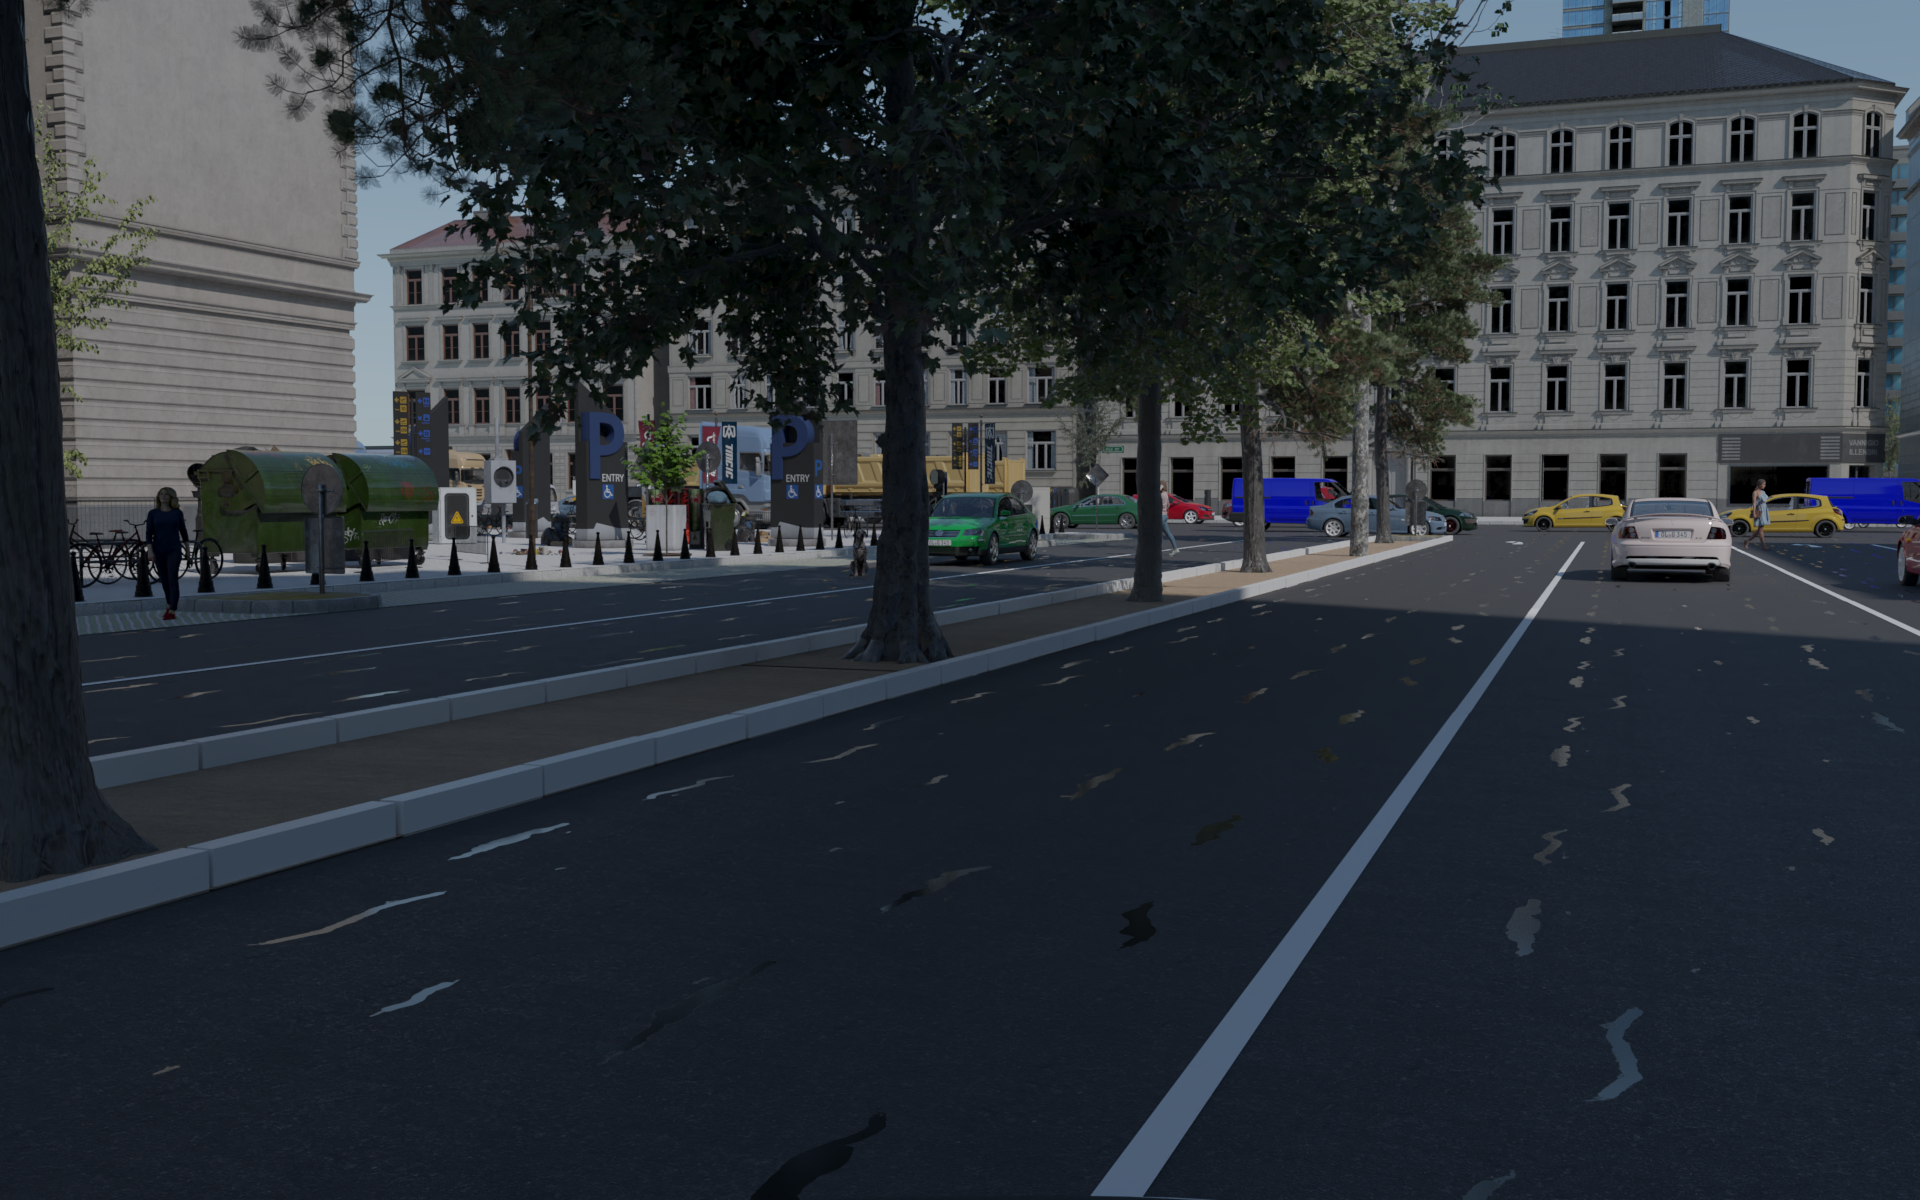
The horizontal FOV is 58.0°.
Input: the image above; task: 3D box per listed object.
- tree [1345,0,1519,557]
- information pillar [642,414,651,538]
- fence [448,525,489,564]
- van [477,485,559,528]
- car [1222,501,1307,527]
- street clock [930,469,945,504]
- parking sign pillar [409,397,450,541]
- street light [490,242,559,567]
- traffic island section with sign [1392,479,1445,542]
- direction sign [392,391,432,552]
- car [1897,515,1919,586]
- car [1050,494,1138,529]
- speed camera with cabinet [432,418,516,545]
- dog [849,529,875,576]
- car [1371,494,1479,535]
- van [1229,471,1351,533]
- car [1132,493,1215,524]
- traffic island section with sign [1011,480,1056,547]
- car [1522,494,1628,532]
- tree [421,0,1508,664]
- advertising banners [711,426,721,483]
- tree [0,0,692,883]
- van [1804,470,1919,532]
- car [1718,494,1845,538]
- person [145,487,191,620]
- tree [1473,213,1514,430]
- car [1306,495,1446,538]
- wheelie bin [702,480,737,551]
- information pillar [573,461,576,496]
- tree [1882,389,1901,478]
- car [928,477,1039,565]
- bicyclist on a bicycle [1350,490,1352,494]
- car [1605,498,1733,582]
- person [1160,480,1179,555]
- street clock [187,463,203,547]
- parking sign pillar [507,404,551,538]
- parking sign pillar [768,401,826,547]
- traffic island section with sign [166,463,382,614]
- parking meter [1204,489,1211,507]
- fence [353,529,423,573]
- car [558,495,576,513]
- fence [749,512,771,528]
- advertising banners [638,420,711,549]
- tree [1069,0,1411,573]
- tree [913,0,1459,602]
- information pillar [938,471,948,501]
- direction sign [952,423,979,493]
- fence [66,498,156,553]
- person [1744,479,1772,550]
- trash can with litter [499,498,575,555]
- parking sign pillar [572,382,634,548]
[{"bbox_3d":[8.295,-11.126,40.254,12.611,20.169,13.585,0,3,0],"label":"tree"},{"bbox_3d":[-9.181,-3.629,50.695,0.183,3.616,0.504,-2,4,-32],"label":"information pillar"},{"bbox_3d":[-9.261,-1.065,32.793,0.278,0.683,2.069,-2,4,-33],"label":"fence"},{"bbox_3d":[-18.669,-3.962,71.792,4.112,2.044,2.013,1,4,22],"label":"van"},{"bbox_3d":[13.988,-4.058,75.015,5.304,1.827,2.281,1,4,23],"label":"car"},{"bbox_3d":[-0.665,-2.822,50.704,0.358,2.002,0.471,-3,4,-36],"label":"street clock"},{"bbox_3d":[-14.574,-3.609,47.476,1.447,3.967,1.447,1,4,21],"label":"parking sign pillar"},{"bbox_3d":[-7.522,-3.519,30.326,0.468,5.910,1.993,1,4,21],"label":"street light"},{"bbox_3d":[13.876,-2.744,52.996,2.006,1.907,1.989,1,4,21],"label":"traffic island section with sign"},{"bbox_3d":[-12.120,-2.837,38.386,0.876,3.537,0.379,-3,5,-43],"label":"direction sign"},{"bbox_3d":[15.170,-1.014,25.625,2.155,1.783,4.494,1,4,19],"label":"car"},{"bbox_3d":[5.839,-3.691,72.142,4.920,1.459,2.131,1,4,20],"label":"car"},{"bbox_3d":[-12.506,-3.074,44.593,2.038,3.252,0.660,-2,4,-35],"label":"speed camera with cabinet"},{"bbox_3d":[-1.674,-0.833,30.449,0.513,0.831,0.800,2,4,34],"label":"dog"},{"bbox_3d":[16.343,-3.187,61.894,4.222,1.686,2.009,1,4,22],"label":"car"},{"bbox_3d":[12.976,-3.758,65.828,5.245,2.365,2.240,1,4,19],"label":"van"},{"bbox_3d":[10.098,-4.573,83.806,4.494,1.783,2.155,1,4,21],"label":"car"},{"bbox_3d":[1.564,-2.397,47.816,1.989,1.847,2.006,1,4,21],"label":"traffic island section with sign"},{"bbox_3d":[23.565,-3.422,66.169,3.980,1.641,2.015,1,4,19],"label":"car"},{"bbox_3d":[-0.450,-5.829,14.771,9.611,12.733,9.660,0,3,0],"label":"tree"},{"bbox_3d":[-7.025,-2.926,44.033,2.074,3.025,0.090,-2,4,-31],"label":"advertising banners"},{"bbox_3d":[-3.710,-5.913,6.566,7.806,13.903,7.818,0,3,0],"label":"tree"},{"bbox_3d":[34.544,-3.707,64.992,5.245,2.365,2.240,1,4,20],"label":"van"},{"bbox_3d":[27.279,-2.909,57.783,3.980,1.641,2.015,1,4,22],"label":"car"},{"bbox_3d":[-9.064,-0.535,19.795,0.480,1.512,0.613,-3,4,-36],"label":"person"},{"bbox_3d":[12.192,-7.667,49.876,6.751,12.117,7.091,0,3,0],"label":"tree"},{"bbox_3d":[13.747,-2.765,57.203,4.499,1.417,2.014,1,4,22],"label":"car"},{"bbox_3d":[-5.442,-1.908,39.107,0.693,1.594,0.980,-2,4,-26],"label":"wheelie bin"},{"bbox_3d":[-23.250,-6.961,105.166,0.504,3.616,0.183,0,4,0],"label":"information pillar"},{"bbox_3d":[63.087,-10.255,118.032,4.360,8.622,3.978,0,3,0],"label":"tree"},{"bbox_3d":[0.318,-1.687,36.378,1.959,1.807,4.718,1,4,19],"label":"car"},{"bbox_3d":[15.602,-3.575,68.476,1.625,1.676,1.499,1,4,21],"label":"bicyclist on a bicycle"},{"bbox_3d":[12.232,-1.072,29.889,2.083,1.381,4.827,1,4,21],"label":"car"},{"bbox_3d":[4.766,-1.907,40.270,0.643,1.750,0.593,1,4,19],"label":"person"},{"bbox_3d":[-17.766,-2.195,40.462,0.471,2.002,0.358,-1,4,-13],"label":"street clock"},{"bbox_3d":[-12.649,-3.830,51.092,1.447,3.967,1.447,2,4,23],"label":"parking sign pillar"},{"bbox_3d":[-4.034,-3.320,42.752,1.447,3.967,1.447,2,4,28],"label":"parking sign pillar"},{"bbox_3d":[-8.387,-0.794,21.604,1.989,1.847,2.006,1,4,21],"label":"traffic island section with sign"},{"bbox_3d":[13.694,-5.346,95.813,0.372,1.533,0.369,0,3,0],"label":"parking meter"},{"bbox_3d":[-9.609,-0.842,29.138,0.278,0.683,2.069,0,4,6],"label":"fence"},{"bbox_3d":[-15.521,-3.792,74.004,4.499,1.417,2.014,1,4,20],"label":"car"},{"bbox_3d":[-6.273,-2.623,58.267,2.069,0.683,0.278,-1,4,-23],"label":"fence"},{"bbox_3d":[-6.755,-2.721,40.674,2.074,3.025,0.090,2,4,31],"label":"advertising banners"},{"bbox_3d":[5.282,-6.525,31.200,6.751,12.117,7.091,0,3,0],"label":"tree"},{"bbox_3d":[2.541,-6.268,23.064,7.486,12.596,7.792,0,3,0],"label":"tree"},{"bbox_3d":[-0.599,-3.172,56.358,0.304,2.012,0.304,1,4,23],"label":"information pillar"},{"bbox_3d":[0.169,-3.856,55.039,0.876,3.537,0.379,-1,4,-15],"label":"direction sign"},{"bbox_3d":[-17.673,-1.490,35.562,2.264,1.192,0.480,-2,4,-25],"label":"fence"},{"bbox_3d":[20.469,-2.193,44.454,0.616,1.811,0.778,-2,4,-32],"label":"person"},{"bbox_3d":[-9.016,-1.595,37.136,1.678,1.210,2.233,0,4,-6],"label":"trash can with litter"},{"bbox_3d":[-8.566,-3.239,41.432,1.447,3.967,1.447,3,4,37],"label":"parking sign pillar"}]
